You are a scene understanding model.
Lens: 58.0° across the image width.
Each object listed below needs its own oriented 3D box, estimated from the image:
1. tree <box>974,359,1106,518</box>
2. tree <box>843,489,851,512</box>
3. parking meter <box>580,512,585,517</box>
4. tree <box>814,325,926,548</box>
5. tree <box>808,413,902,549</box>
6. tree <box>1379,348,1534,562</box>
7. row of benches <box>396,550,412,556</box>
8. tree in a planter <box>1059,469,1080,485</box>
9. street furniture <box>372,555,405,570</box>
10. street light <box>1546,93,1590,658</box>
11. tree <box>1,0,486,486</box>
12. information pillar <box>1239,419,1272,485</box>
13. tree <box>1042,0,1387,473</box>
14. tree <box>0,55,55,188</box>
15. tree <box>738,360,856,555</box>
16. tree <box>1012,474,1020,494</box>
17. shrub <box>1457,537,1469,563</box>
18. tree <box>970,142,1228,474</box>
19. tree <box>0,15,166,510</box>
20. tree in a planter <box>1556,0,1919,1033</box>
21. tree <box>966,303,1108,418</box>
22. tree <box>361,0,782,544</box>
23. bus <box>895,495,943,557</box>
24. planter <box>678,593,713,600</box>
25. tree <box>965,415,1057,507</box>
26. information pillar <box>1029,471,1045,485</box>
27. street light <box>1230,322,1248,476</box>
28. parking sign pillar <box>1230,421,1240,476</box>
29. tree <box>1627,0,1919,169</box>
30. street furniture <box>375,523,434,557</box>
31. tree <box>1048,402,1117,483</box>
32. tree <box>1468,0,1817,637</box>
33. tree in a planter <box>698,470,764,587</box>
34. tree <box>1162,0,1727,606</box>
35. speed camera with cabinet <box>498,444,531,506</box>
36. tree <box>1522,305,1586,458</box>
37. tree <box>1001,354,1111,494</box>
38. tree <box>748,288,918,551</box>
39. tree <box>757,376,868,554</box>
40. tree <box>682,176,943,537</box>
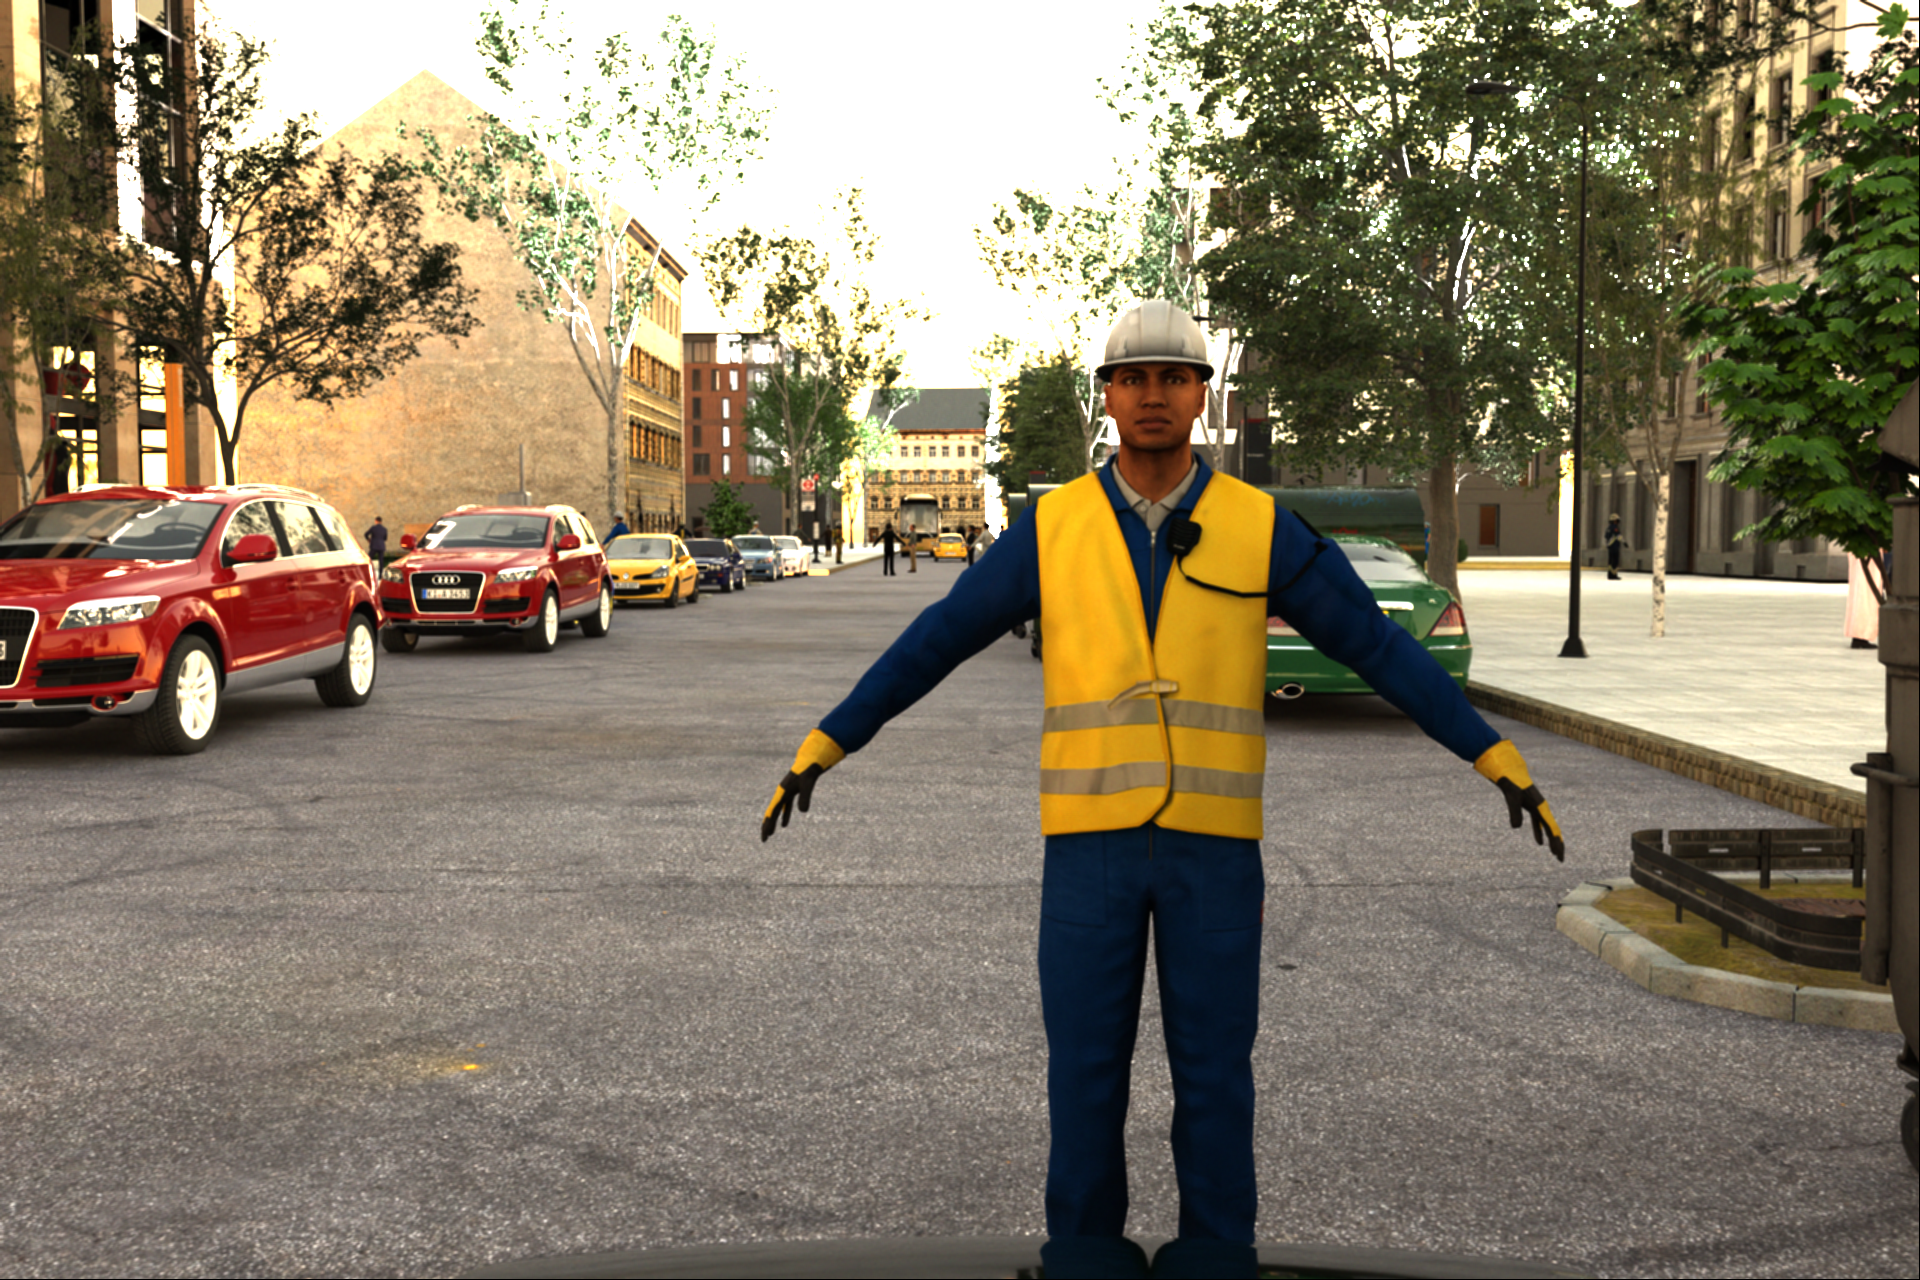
[{"bbox_3d":[5.986,-13.268,123.586,9.857,13.997,8.962,0,3,0],"label":"tree"},{"bbox_3d":[-21.313,-21.309,258.778,12.009,13.543,11.850,0,3,0],"label":"tree"},{"bbox_3d":[-10.039,-2.431,45.463,0.399,1.863,0.255,0,4,1],"label":"parking meter"},{"bbox_3d":[-10.221,-18.523,158.746,12.611,20.169,13.585,0,3,0],"label":"tree"},{"bbox_3d":[-8.973,-13.408,144.982,9.928,11.665,9.643,0,3,0],"label":"tree"},{"bbox_3d":[22.234,-8.793,78.184,7.601,10.594,8.767,1,4,21],"label":"tree"},{"bbox_3d":[-20.078,-3.232,68.308,4.104,0.672,1.422,-1,4,-15],"label":"row of benches"},{"bbox_3d":[3.194,-3.050,47.088,1.991,3.239,1.994,0,4,-1],"label":"tree in a planter"},{"bbox_3d":[-19.531,-2.924,63.434,10.072,0.657,5.734,-1,4,-8],"label":"street furniture"},{"bbox_3d":[6.961,-2.776,17.933,1.470,5.913,1.316,0,4,0],"label":"street light"},{"bbox_3d":[-12.496,-5.837,29.853,8.767,10.594,7.601,-1,4,-16],"label":"tree"},{"bbox_3d":[6.680,-3.048,39.205,0.750,3.857,0.750,0,3,0],"label":"information pillar"},{"bbox_3d":[9.050,-12.513,60.479,12.611,20.169,13.585,0,3,0],"label":"tree"},{"bbox_3d":[-12.247,-4.903,14.575,7.601,10.594,8.767,3,5,39],"label":"tree"},{"bbox_3d":[-9.822,-10.939,104.613,9.928,11.665,9.643,0,3,0],"label":"tree"},{"bbox_3d":[5.436,-12.558,155.681,4.360,8.622,3.978,0,3,0],"label":"tree"},{"bbox_3d":[22.297,-4.062,77.526,1.383,1.207,1.383,0,3,0],"label":"shrub"},{"bbox_3d":[7.584,-13.882,82.852,12.611,20.169,13.585,0,3,0],"label":"tree"},{"bbox_3d":[-12.427,-4.456,23.217,4.360,8.622,3.978,0,3,0],"label":"tree"},{"bbox_3d":[3.154,-0.525,5.801,1.991,3.239,1.994,0,3,0],"label":"tree in a planter"},{"bbox_3d":[7.150,-17.447,141.154,12.611,20.169,13.585,0,3,0],"label":"tree"},{"bbox_3d":[-13.343,-12.434,59.185,12.611,20.169,13.585,0,3,0],"label":"tree"},{"bbox_3d":[-2.532,-7.340,111.562,2.896,3.916,12.252,0,4,0],"label":"bus"},{"bbox_3d":[-6.550,-1.057,38.429,1.991,0.319,1.994,0,3,0],"label":"planter"},{"bbox_3d":[5.626,-15.490,163.637,12.009,13.543,11.850,0,3,0],"label":"tree"},{"bbox_3d":[3.208,-5.044,71.852,0.750,3.857,0.750,0,3,0],"label":"information pillar"},{"bbox_3d":[6.640,-3.943,37.006,1.470,5.913,1.316,0,4,0],"label":"street light"},{"bbox_3d":[6.822,-3.265,41.858,1.447,3.967,1.447,0,4,0],"label":"parking sign pillar"},{"bbox_3d":[8.846,-4.714,11.489,8.767,10.594,7.601,2,4,25],"label":"tree"},{"bbox_3d":[-22.514,-4.193,75.403,11.010,1.723,9.812,-3,4,-37],"label":"street furniture"},{"bbox_3d":[6.260,-8.942,96.556,4.360,8.622,3.978,0,3,0],"label":"tree"},{"bbox_3d":[8.729,-4.332,21.188,4.360,8.622,3.978,0,3,0],"label":"tree"},{"bbox_3d":[-6.498,-3.111,48.088,1.991,3.239,1.994,0,4,0],"label":"tree in a planter"},{"bbox_3d":[8.568,-7.590,30.748,9.857,13.997,8.962,0,3,0],"label":"tree"},{"bbox_3d":[-9.780,-2.717,38.752,0.660,3.252,2.038,0,4,1],"label":"speed camera with cabinet"},{"bbox_3d":[25.656,-8.697,67.953,9.928,11.665,9.643,0,3,0],"label":"tree"},{"bbox_3d":[6.202,-11.719,109.730,7.486,12.596,7.792,0,3,0],"label":"tree"},{"bbox_3d":[-9.473,-16.760,129.913,12.611,20.169,13.585,0,3,0],"label":"tree"},{"bbox_3d":[-9.657,-11.515,114.019,9.928,11.665,9.643,0,3,0],"label":"tree"},{"bbox_3d":[-7.787,-14.409,91.476,12.611,20.169,13.585,0,3,0],"label":"tree"}]
